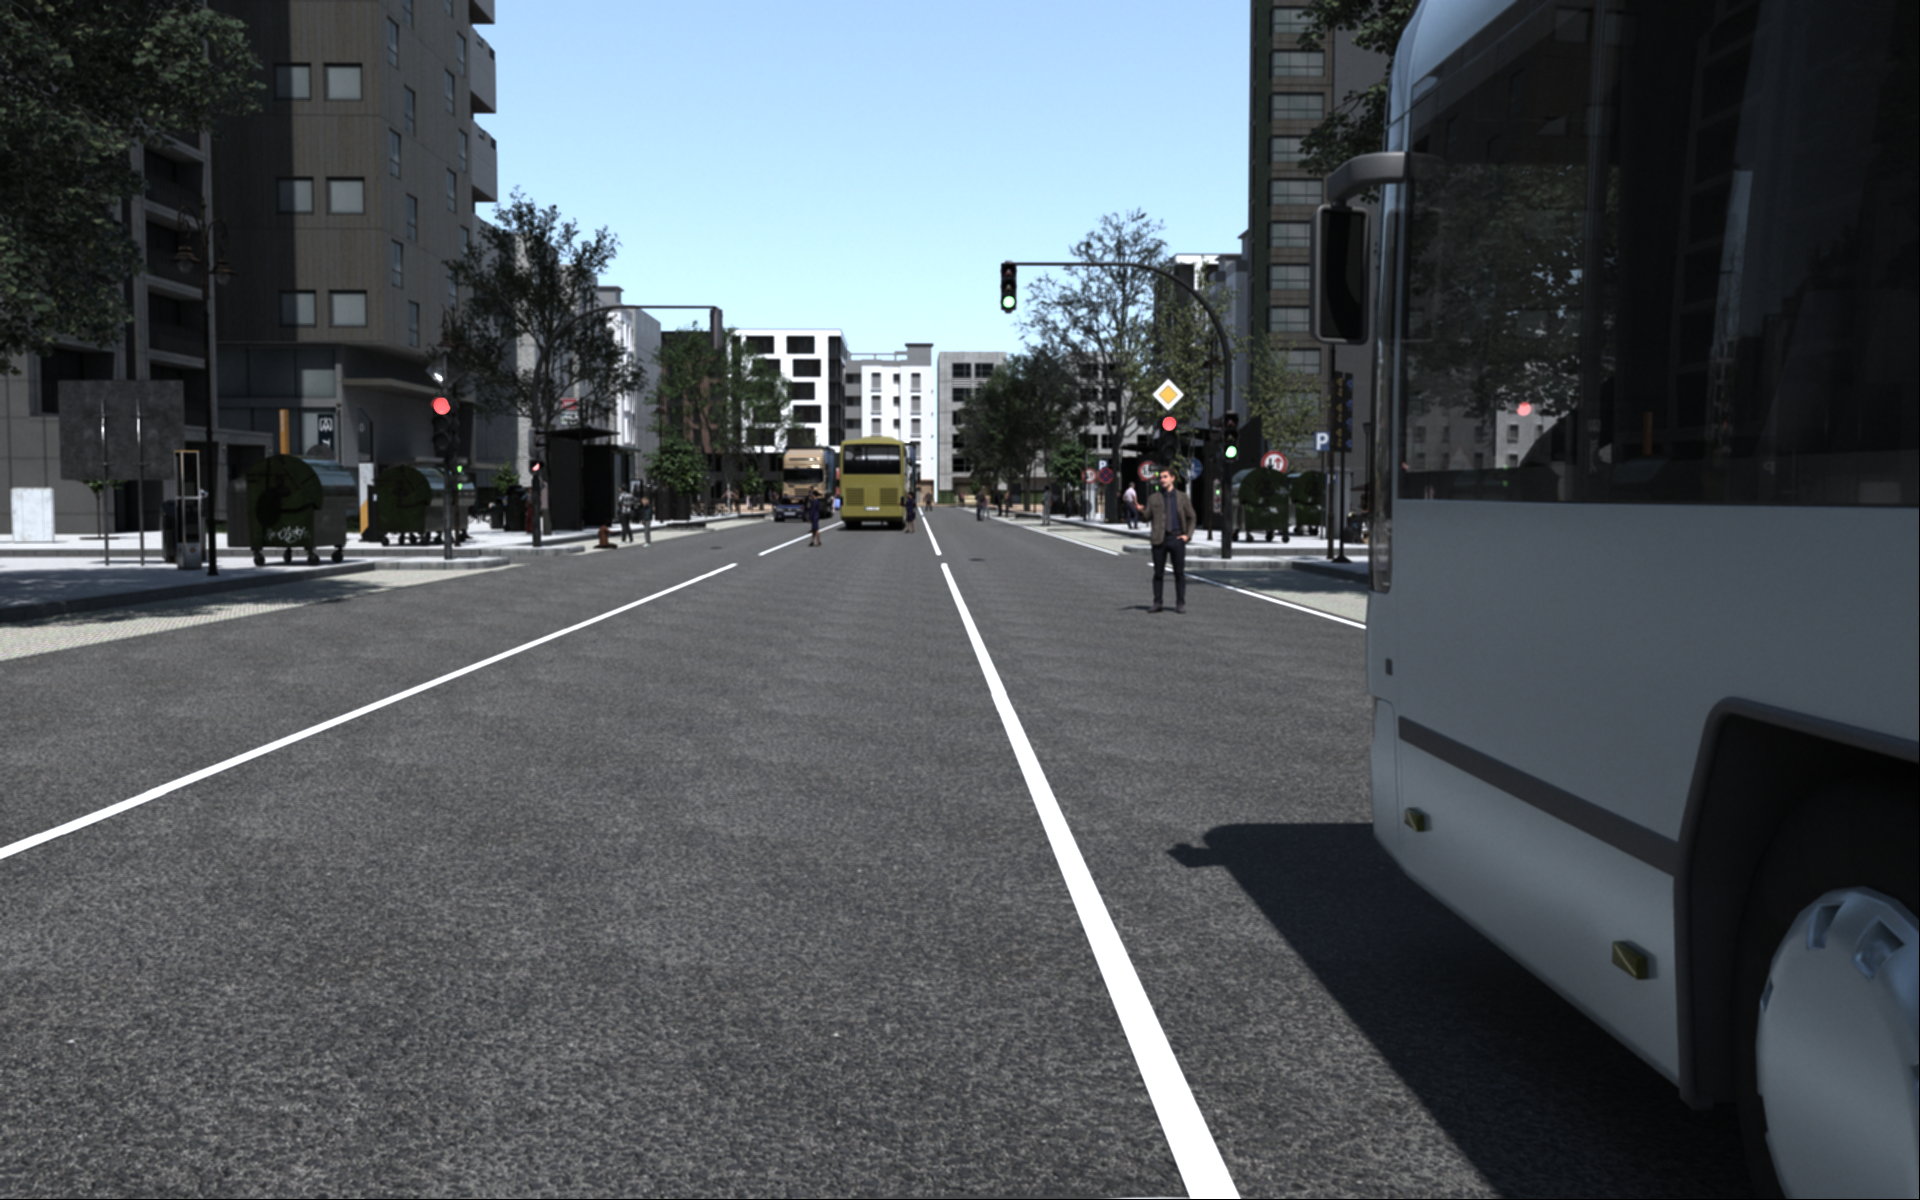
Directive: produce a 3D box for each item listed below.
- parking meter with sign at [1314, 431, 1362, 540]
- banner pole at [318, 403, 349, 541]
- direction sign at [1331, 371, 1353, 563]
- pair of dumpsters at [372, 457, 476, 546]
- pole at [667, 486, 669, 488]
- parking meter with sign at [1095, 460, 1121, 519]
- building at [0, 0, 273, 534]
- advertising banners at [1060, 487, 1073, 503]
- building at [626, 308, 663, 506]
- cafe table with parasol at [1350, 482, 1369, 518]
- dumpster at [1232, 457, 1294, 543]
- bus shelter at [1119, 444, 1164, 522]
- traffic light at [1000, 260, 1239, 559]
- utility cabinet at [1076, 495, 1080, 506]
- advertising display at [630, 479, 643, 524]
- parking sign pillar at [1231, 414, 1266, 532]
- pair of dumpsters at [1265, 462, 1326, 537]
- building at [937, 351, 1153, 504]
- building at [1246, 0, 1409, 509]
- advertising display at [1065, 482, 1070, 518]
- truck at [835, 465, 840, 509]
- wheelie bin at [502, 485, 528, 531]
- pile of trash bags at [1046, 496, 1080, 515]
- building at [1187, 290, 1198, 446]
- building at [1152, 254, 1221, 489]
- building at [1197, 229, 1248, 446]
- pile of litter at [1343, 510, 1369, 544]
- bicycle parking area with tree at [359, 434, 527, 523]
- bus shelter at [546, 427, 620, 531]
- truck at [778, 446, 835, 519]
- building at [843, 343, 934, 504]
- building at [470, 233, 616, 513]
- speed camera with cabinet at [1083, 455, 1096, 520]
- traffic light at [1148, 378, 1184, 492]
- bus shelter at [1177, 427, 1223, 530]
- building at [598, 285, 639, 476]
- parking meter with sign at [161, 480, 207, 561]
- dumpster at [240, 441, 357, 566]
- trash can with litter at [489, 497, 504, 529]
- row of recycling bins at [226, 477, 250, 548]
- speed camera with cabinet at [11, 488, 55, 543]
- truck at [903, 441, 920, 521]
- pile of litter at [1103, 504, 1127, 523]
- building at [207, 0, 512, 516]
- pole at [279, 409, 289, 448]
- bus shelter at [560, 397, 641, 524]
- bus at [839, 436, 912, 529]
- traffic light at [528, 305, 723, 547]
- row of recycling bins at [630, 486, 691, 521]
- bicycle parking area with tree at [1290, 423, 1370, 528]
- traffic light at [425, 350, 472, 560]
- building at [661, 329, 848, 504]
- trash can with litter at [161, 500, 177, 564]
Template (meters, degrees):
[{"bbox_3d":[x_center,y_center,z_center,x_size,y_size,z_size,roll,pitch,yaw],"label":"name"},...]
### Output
[{"bbox_3d":[10.716,-3.223,48.954,1.738,3.016,0.543,-3,5,-44],"label":"parking meter with sign"},{"bbox_3d":[-17.220,-3.517,47.524,0.863,3.779,0.401,1,4,9],"label":"banner pole"},{"bbox_3d":[7.135,-2.465,32.293,0.379,3.537,0.876,2,4,32],"label":"direction sign"},{"bbox_3d":[-13.709,-2.560,44.349,1.574,2.255,4.437,0,4,-1],"label":"pair of dumpsters"},{"bbox_3d":[-16.481,-6.335,97.426,0.158,3.312,0.155,0,3,0],"label":"pole"},{"bbox_3d":[7.650,-5.612,88.009,0.543,3.016,1.738,-2,4,-26],"label":"parking meter with sign"},{"bbox_3d":[-37.713,-38.206,62.926,20.563,71.187,20.611,0,4,-2],"label":"building"},{"bbox_3d":[7.101,-7.294,115.449,0.090,3.025,2.074,-2,4,-24],"label":"advertising banners"},{"bbox_3d":[-46.257,-18.560,169.920,31.486,18.905,16.747,0,4,-2],"label":"building"},{"bbox_3d":[19.988,-4.787,83.138,2.610,1.966,2.610,0,4,4],"label":"cafe table with parasol"},{"bbox_3d":[7.966,-2.663,46.028,1.502,2.255,1.985,0,4,-1],"label":"dumpster"},{"bbox_3d":[8.643,-5.656,83.758,1.731,3.624,6.357,0,4,-2],"label":"bus shelter"},{"bbox_3d":[3.156,-3.628,33.984,4.771,5.953,1.251,0,4,-2],"label":"traffic light"},{"bbox_3d":[7.900,-6.029,109.731,1.020,1.237,0.306,0,4,-2],"label":"utility cabinet"},{"bbox_3d":[-13.918,-4.241,74.552,0.123,1.923,0.974,-3,4,-38],"label":"advertising display"},{"bbox_3d":[9.618,-4.287,58.564,1.447,3.967,1.447,2,4,35],"label":"parking sign pillar"},{"bbox_3d":[10.608,-3.162,54.194,1.574,2.255,4.437,0,4,-2],"label":"pair of dumpsters"},{"bbox_3d":[12.908,-21.812,223.089,31.486,18.905,16.747,0,4,-2],"label":"building"},{"bbox_3d":[25.433,-26.105,110.419,14.154,41.232,14.086,0,4,-2],"label":"building"},{"bbox_3d":[5.759,-5.350,92.685,0.123,1.923,0.974,1,4,13],"label":"advertising display"},{"bbox_3d":[-10.889,-11.136,170.981,2.839,4.237,11.283,0,4,-2],"label":"truck"},{"bbox_3d":[-15.337,-3.178,59.870,0.693,1.594,0.980,2,4,28],"label":"wheelie bin"},{"bbox_3d":[6.087,-5.916,106.483,1.912,1.369,3.447,2,4,29],"label":"pile of trash bags"},{"bbox_3d":[26.979,-17.460,141.893,16.016,20.091,11.380,0,4,-2],"label":"building"},{"bbox_3d":[31.806,-19.571,163.958,27.936,21.610,32.646,0,4,-2],"label":"building"},{"bbox_3d":[26.871,-16.721,129.803,16.016,20.091,11.380,0,4,-2],"label":"building"},{"bbox_3d":[10.563,-1.912,45.229,1.176,0.858,1.719,3,4,37],"label":"pile of litter"},{"bbox_3d":[-23.229,-5.599,78.552,9.016,4.147,8.231,0,4,0],"label":"bicycle parking area with tree"},{"bbox_3d":[-13.785,-4.409,63.377,1.731,3.624,6.357,0,4,-2],"label":"bus shelter"},{"bbox_3d":[-8.908,-6.932,102.253,2.839,4.237,11.283,0,4,-1],"label":"truck"},{"bbox_3d":[-9.119,-22.412,222.850,11.380,20.091,16.016,0,4,-2],"label":"building"},{"bbox_3d":[-37.639,-16.309,133.111,16.747,18.905,31.486,0,4,-2],"label":"building"},{"bbox_3d":[6.447,-5.614,86.132,0.660,3.252,2.038,0,4,5],"label":"speed camera with cabinet"},{"bbox_3d":[5.030,-3.256,42.164,0.839,4.253,0.868,0,4,-2],"label":"traffic light"},{"bbox_3d":[8.996,-4.454,64.105,1.731,3.624,6.357,0,4,-2],"label":"bus shelter"},{"bbox_3d":[-37.449,-18.256,154.903,16.016,20.091,11.380,0,4,-2],"label":"building"},{"bbox_3d":[-15.154,-2.284,33.603,1.738,3.016,0.543,3,5,44],"label":"parking meter with sign"},{"bbox_3d":[-12.001,-1.771,31.446,1.502,2.255,1.985,0,4,-2],"label":"dumpster"},{"bbox_3d":[-17.077,-3.191,63.568,0.624,1.170,1.055,-2,4,-27],"label":"trash can with litter"},{"bbox_3d":[-17.638,-2.203,43.140,1.069,1.692,3.534,-1,4,-15],"label":"row of recycling bins"},{"bbox_3d":[-24.792,-3.108,45.153,2.038,3.252,0.660,-2,4,-27],"label":"speed camera with cabinet"},{"bbox_3d":[-3.754,-6.592,96.694,2.839,4.237,11.283,0,4,0],"label":"truck"},{"bbox_3d":[6.992,-3.891,77.589,1.176,0.858,1.719,1,4,15],"label":"pile of litter"},{"bbox_3d":[-41.635,-30.961,95.452,28.713,52.752,27.495,0,4,-2],"label":"building"},{"bbox_3d":[-16.288,-2.935,41.833,0.158,3.312,0.155,0,3,0],"label":"pole"},{"bbox_3d":[-15.505,-5.922,74.451,2.179,5.291,8.768,0,4,-1],"label":"bus shelter"},{"bbox_3d":[-3.518,-4.992,73.160,2.896,3.916,12.252,0,4,-1],"label":"bus"},{"bbox_3d":[-8.117,-4.108,41.830,4.771,5.953,1.251,0,4,-2],"label":"traffic light"},{"bbox_3d":[-14.806,-4.688,83.768,3.534,1.692,1.069,-1,4,-20],"label":"row of recycling bins"},{"bbox_3d":[16.807,-4.906,67.217,9.016,4.147,8.231,0,4,8],"label":"bicycle parking area with tree"},{"bbox_3d":[-9.991,-2.742,33.757,0.839,4.253,0.868,0,4,-2],"label":"traffic light"},{"bbox_3d":[-31.359,-23.472,227.736,32.646,21.610,27.936,0,4,-2],"label":"building"},{"bbox_3d":[-14.312,-1.257,31.943,0.624,1.170,1.055,-3,5,-40],"label":"trash can with litter"}]
